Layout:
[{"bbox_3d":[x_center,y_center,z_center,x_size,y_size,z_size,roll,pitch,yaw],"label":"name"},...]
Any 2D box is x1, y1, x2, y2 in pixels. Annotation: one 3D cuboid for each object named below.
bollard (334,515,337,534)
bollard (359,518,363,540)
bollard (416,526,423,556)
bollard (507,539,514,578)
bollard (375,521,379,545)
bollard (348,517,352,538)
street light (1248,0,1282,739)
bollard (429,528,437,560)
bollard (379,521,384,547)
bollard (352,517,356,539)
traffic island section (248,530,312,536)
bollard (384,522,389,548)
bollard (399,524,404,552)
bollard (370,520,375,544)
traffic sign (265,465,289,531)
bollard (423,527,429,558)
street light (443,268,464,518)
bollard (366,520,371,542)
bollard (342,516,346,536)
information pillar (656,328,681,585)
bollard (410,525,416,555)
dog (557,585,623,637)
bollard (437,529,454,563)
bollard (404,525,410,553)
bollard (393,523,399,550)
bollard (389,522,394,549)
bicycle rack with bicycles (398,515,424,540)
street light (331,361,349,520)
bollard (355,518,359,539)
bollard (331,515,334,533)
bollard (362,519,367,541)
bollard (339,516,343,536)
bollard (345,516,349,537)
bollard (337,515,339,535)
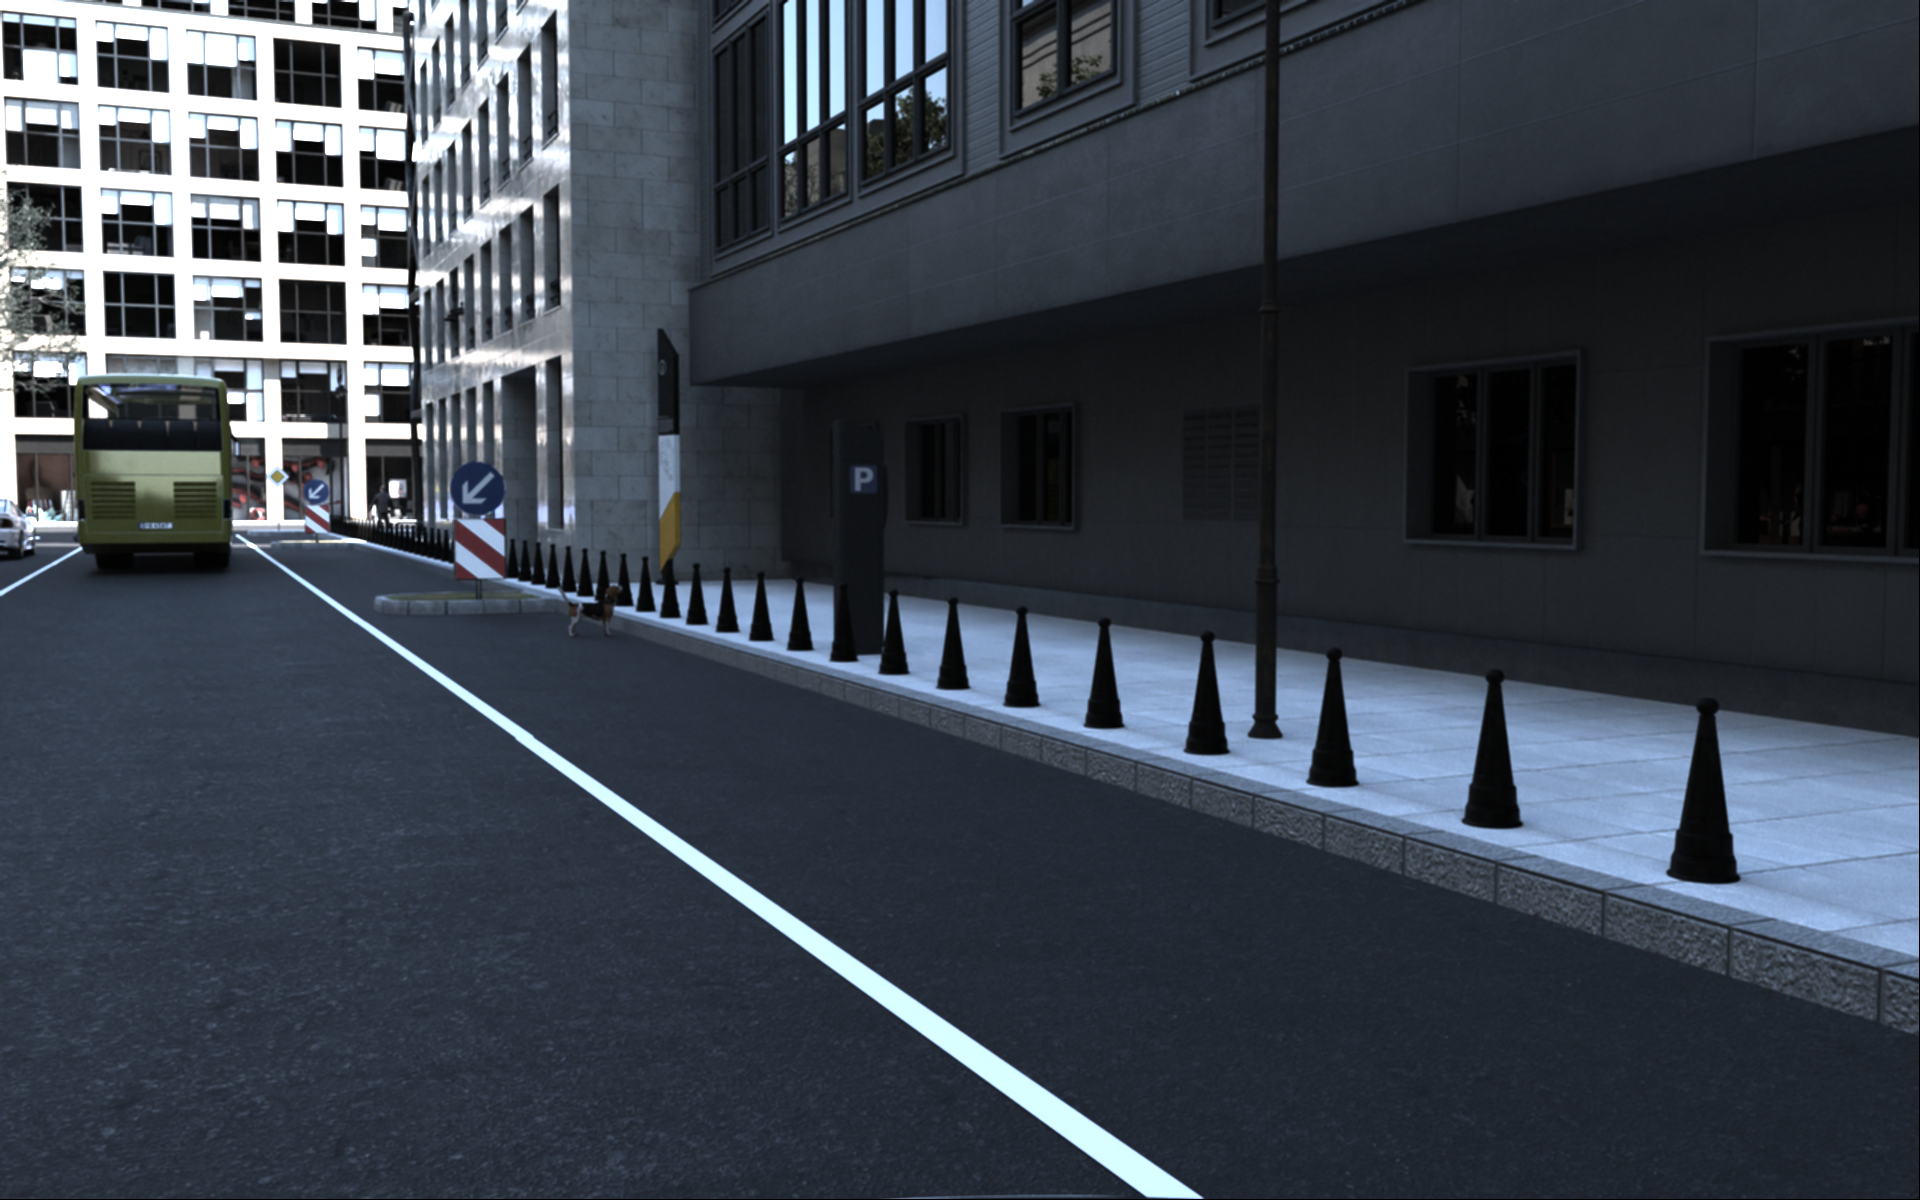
[{"bbox_3d":[-19.538,-2.359,54.619,0.229,0.601,0.229,0,3,0],"label":"bollard"},{"bbox_3d":[-16.150,-1.901,47.116,0.229,0.601,0.229,0,3,0],"label":"bollard"},{"bbox_3d":[-11.060,-1.210,35.829,0.229,0.601,0.229,0,3,0],"label":"bollard"},{"bbox_3d":[-6.831,-0.637,26.457,0.229,0.601,0.229,0,3,0],"label":"bollard"},{"bbox_3d":[-14.457,-1.671,43.359,0.229,0.601,0.229,0,3,0],"label":"bollard"},{"bbox_3d":[-17.419,-2.072,49.923,0.229,0.601,0.229,0,3,0],"label":"bollard"},{"bbox_3d":[1.613,-2.213,8.976,0.468,5.910,1.993,-2,4,-24],"label":"street light"},{"bbox_3d":[-10.216,-1.096,33.957,0.229,0.601,0.229,0,3,0],"label":"bollard"},{"bbox_3d":[-14.021,-1.612,42.400,0.229,0.601,0.229,0,3,0],"label":"bollard"},{"bbox_3d":[-16.997,-2.015,48.987,0.229,0.601,0.229,0,3,0],"label":"bollard"},{"bbox_3d":[-23.814,-2.344,60.604,2.009,0.180,2.903,-2,4,-24],"label":"traffic island section"},{"bbox_3d":[-13.602,-1.555,41.462,0.229,0.601,0.229,0,3,0],"label":"bollard"},{"bbox_3d":[-12.328,-1.383,38.645,0.229,0.601,0.229,0,3,0],"label":"bollard"},{"bbox_3d":[-14.883,-1.729,44.306,0.229,0.601,0.229,0,3,0],"label":"bollard"},{"bbox_3d":[-23.833,-3.479,60.518,0.795,2.450,0.064,-2,4,-24],"label":"traffic sign"},{"bbox_3d":[-10.634,-1.153,34.895,0.229,0.601,0.229,0,3,0],"label":"bollard"},{"bbox_3d":[-9.979,-3.785,34.672,0.468,5.910,1.993,-2,4,-24],"label":"street light"},{"bbox_3d":[-15.306,-1.786,45.242,0.229,0.601,0.229,0,3,0],"label":"bollard"},{"bbox_3d":[-18.259,-2.187,51.798,0.229,0.601,0.229,0,3,0],"label":"bollard"},{"bbox_3d":[-4.099,-2.019,24.368,0.183,3.616,0.504,-3,4,-37],"label":"information pillar"},{"bbox_3d":[-11.480,-1.268,36.767,0.229,0.601,0.229,0,3,0],"label":"bollard"},{"bbox_3d":[-3.727,0.110,17.497,0.406,0.507,0.540,2,4,33],"label":"dog"},{"bbox_3d":[-9.793,-1.039,33.021,0.229,0.601,0.229,0,3,0],"label":"bollard"},{"bbox_3d":[-11.906,-1.325,37.705,0.229,0.601,0.229,0,3,0],"label":"bollard"},{"bbox_3d":[-12.755,-1.440,39.591,0.229,0.601,0.229,0,3,0],"label":"bollard"},{"bbox_3d":[-13.176,-1.498,40.527,0.229,0.601,0.229,0,3,0],"label":"bollard"},{"bbox_3d":[-12.605,-1.799,42.799,2.925,0.926,2.852,3,4,37],"label":"bicycle rack with bicycles"},{"bbox_3d":[-21.609,-5.363,60.472,0.468,5.910,1.993,-2,4,-24],"label":"street light"},{"bbox_3d":[-16.572,-1.958,48.052,0.229,0.601,0.229,0,3,0],"label":"bollard"},{"bbox_3d":[-19.956,-2.417,55.558,0.229,0.601,0.229,0,3,0],"label":"bollard"},{"bbox_3d":[-15.730,-1.843,46.177,0.229,0.601,0.229,0,3,0],"label":"bollard"},{"bbox_3d":[-18.690,-2.244,52.739,0.229,0.601,0.229,0,3,0],"label":"bollard"},{"bbox_3d":[-17.838,-2.130,50.861,0.229,0.601,0.229,0,3,0],"label":"bollard"},{"bbox_3d":[-19.111,-2.302,53.682,0.229,0.601,0.229,0,3,0],"label":"bollard"}]
